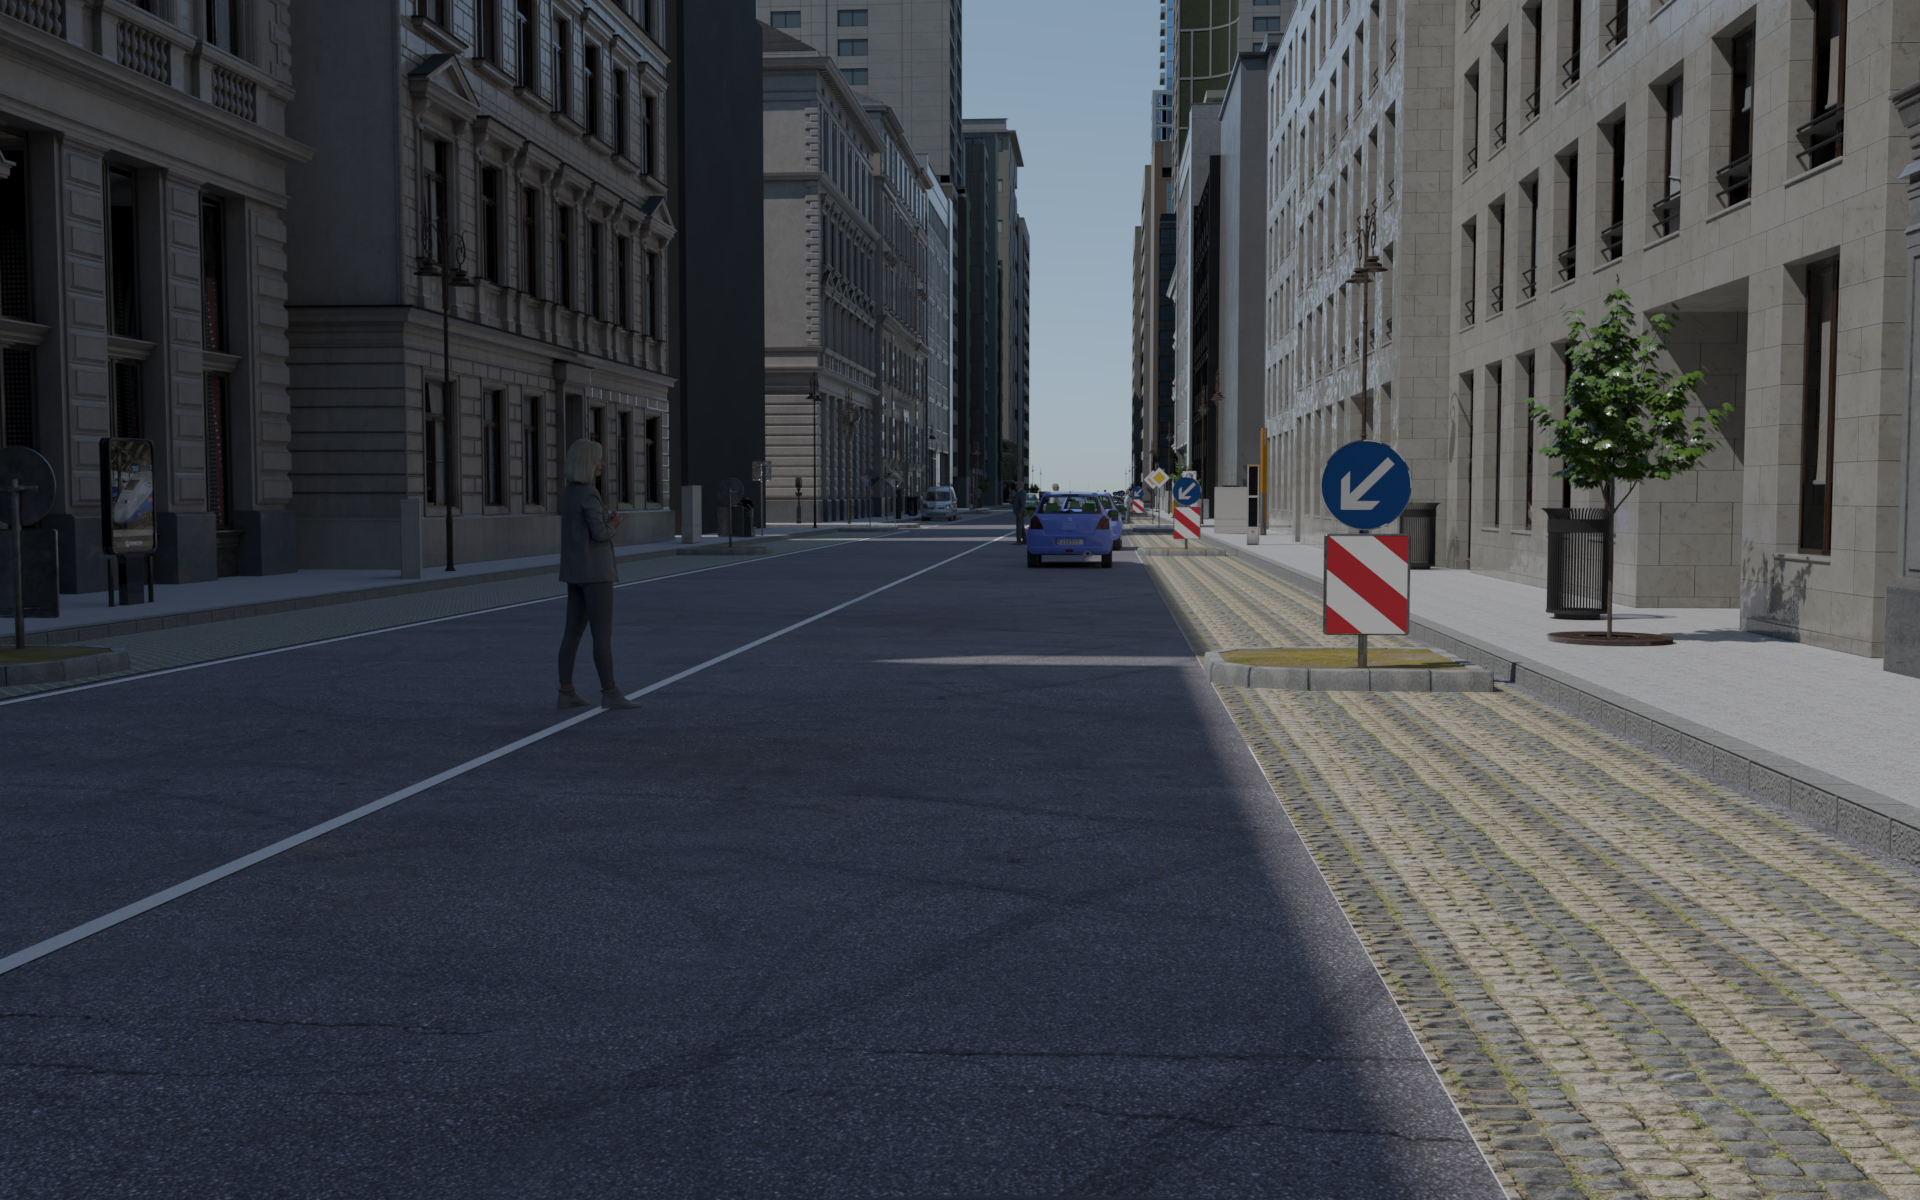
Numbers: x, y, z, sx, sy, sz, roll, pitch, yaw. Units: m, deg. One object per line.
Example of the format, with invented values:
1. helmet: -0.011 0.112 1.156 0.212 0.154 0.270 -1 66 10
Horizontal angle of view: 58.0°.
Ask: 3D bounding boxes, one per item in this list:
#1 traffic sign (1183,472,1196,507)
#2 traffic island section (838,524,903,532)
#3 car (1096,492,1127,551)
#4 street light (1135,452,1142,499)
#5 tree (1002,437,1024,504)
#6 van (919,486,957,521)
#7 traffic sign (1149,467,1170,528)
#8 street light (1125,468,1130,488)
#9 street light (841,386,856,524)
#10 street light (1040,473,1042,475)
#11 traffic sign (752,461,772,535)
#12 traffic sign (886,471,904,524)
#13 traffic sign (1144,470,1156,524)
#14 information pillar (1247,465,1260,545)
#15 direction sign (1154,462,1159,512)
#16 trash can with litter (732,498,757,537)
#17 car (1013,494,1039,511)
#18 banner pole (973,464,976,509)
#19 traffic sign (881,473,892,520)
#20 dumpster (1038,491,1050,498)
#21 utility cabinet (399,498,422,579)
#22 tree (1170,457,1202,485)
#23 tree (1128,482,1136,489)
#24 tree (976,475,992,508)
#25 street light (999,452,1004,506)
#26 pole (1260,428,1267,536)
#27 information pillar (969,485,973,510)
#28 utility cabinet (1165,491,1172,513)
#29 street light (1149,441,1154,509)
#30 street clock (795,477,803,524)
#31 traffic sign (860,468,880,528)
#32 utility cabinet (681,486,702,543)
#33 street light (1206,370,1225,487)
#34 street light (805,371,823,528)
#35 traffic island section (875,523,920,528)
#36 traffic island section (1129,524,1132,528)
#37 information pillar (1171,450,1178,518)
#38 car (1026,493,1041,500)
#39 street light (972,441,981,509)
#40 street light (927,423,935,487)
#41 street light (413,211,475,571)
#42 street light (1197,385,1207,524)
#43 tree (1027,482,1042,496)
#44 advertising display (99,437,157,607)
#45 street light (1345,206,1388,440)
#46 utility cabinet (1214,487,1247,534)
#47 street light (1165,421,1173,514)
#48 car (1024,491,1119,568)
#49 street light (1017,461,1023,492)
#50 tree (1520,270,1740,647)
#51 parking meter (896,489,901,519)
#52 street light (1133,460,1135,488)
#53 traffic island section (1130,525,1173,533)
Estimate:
1. traffic sign: 10.331 -4.642 78.024 0.606 2.300 0.079 1 4 9
2. traffic island section: -3.450 -2.677 66.042 2.009 0.180 2.903 0 4 5
3. car: 3.387 -2.179 45.213 1.945 1.707 3.694 0 4 6
4. street light: 19.407 -13.053 186.203 0.468 5.910 1.993 0 4 5
5. tree: 6.226 -16.379 218.161 4.360 8.622 3.978 0 3 0
6. van: -1.100 -5.180 91.707 2.013 2.044 4.112 0 4 4
7. traffic sign: 7.480 -3.757 65.064 0.795 2.450 0.064 0 4 5
8. street light: 26.402 -18.154 269.610 0.468 5.910 1.993 0 4 5
9. street light: -4.761 -6.207 74.272 0.468 5.910 1.993 0 4 5
10. street light: 14.279 -20.392 306.198 0.468 5.910 1.993 0 4 5
11. traffic sign: -6.120 -3.143 53.520 0.606 2.300 0.079 0 4 7
12. traffic sign: -2.771 -4.299 73.937 0.795 2.450 0.064 0 4 5
13. traffic sign: 8.135 -4.243 73.023 0.795 2.450 0.064 0 4 5
14. information pillar: 7.376 -2.388 43.542 0.304 2.012 0.304 1 4 12
15. direction sign: 13.989 -8.019 123.101 0.379 3.537 0.876 -1 4 -12
16. trash can with litter: -6.408 -2.457 51.554 0.624 1.170 1.055 0 4 4
17. car: 5.183 -7.689 134.506 1.959 1.807 4.718 0 4 7
18. banner pole: 1.194 -9.441 144.382 0.401 3.779 0.863 1 4 21
19. traffic sign: -3.564 -5.031 84.386 0.606 2.300 0.079 1 4 13
20. dumpster: 12.795 -15.504 261.702 1.865 1.857 1.264 0 4 6
21. utility cabinet: -8.431 -0.943 26.580 0.306 1.237 1.020 -1 4 -16
22. tree: 11.700 -5.819 89.745 1.663 3.219 1.824 0 3 0
23. tree: 24.706 -15.529 248.493 1.663 3.219 1.824 0 3 0
24. tree: 1.877 -9.958 157.411 1.663 3.219 1.824 0 3 0
25. street light: 4.442 -13.123 187.343 0.468 5.910 1.993 0 4 5
26. pole: 9.391 -3.652 53.558 0.158 3.312 0.155 0 3 0
27. information pillar: 0.904 -8.218 138.854 0.304 2.012 0.304 -1 4 -11
28. utility cabinet: 14.153 -6.640 117.236 0.318 1.500 1.173 1 4 22
29. street light: 16.553 -10.807 149.476 0.468 5.910 1.993 0 4 5
30. street clock: -6.977 -4.304 74.948 0.358 2.002 0.471 0 4 4
31. traffic sign: -3.426 -3.813 65.979 0.795 2.450 0.064 0 4 5
32. utility cabinet: -7.026 -2.236 45.243 0.318 1.500 1.173 0 4 3
33. street light: 9.570 -5.609 64.491 0.468 5.910 1.993 0 4 5
34. street light: -5.468 -5.650 65.159 0.468 5.910 1.993 0 4 5
35. traffic island section: -2.795 -3.163 74.000 2.009 0.180 2.903 0 4 5
36. traffic island section: 8.159 -3.108 73.098 2.009 0.180 2.903 0 4 5
37. information pillar: 11.497 -6.194 92.624 0.183 3.616 0.504 3 4 36
38. car: 5.471 -7.964 139.259 2.155 1.783 4.494 0 4 3
39. street light: 1.561 -10.873 150.568 0.468 5.910 1.993 0 4 5
40. street light: -1.785 -8.456 111.051 0.468 5.910 1.993 0 4 5
41. street light: -8.492 -3.418 28.673 0.468 5.910 1.993 0 4 5
42. street light: 10.298 -6.159 73.480 0.468 5.910 1.993 0 4 5
43. tree: 12.126 -17.388 278.890 1.663 3.219 1.824 0 3 0
44. advertising display: -9.622 -0.908 20.066 0.123 1.923 0.974 0 4 4
45. street light: 6.581 -3.388 28.182 0.468 5.910 1.993 0 4 5
46. utility cabinet: 8.786 -2.871 55.625 1.173 1.500 0.318 1 4 22
47. street light: 13.257 -8.379 109.778 0.468 5.910 1.993 0 4 5
48. car: 2.239 -1.554 34.997 1.945 1.707 3.694 0 4 4
49. street light: 8.319 -15.942 233.439 0.468 5.910 1.993 0 4 5
50. tree: 5.529 -1.243 14.920 1.663 3.219 1.824 0 3 0
51. parking meter: -3.182 -4.893 88.404 0.372 1.533 0.369 0 3 0
52. street light: 22.567 -15.315 223.182 0.468 5.910 1.993 0 4 5
53. traffic island section: 7.504 -2.621 65.140 2.009 0.180 2.903 0 4 5
